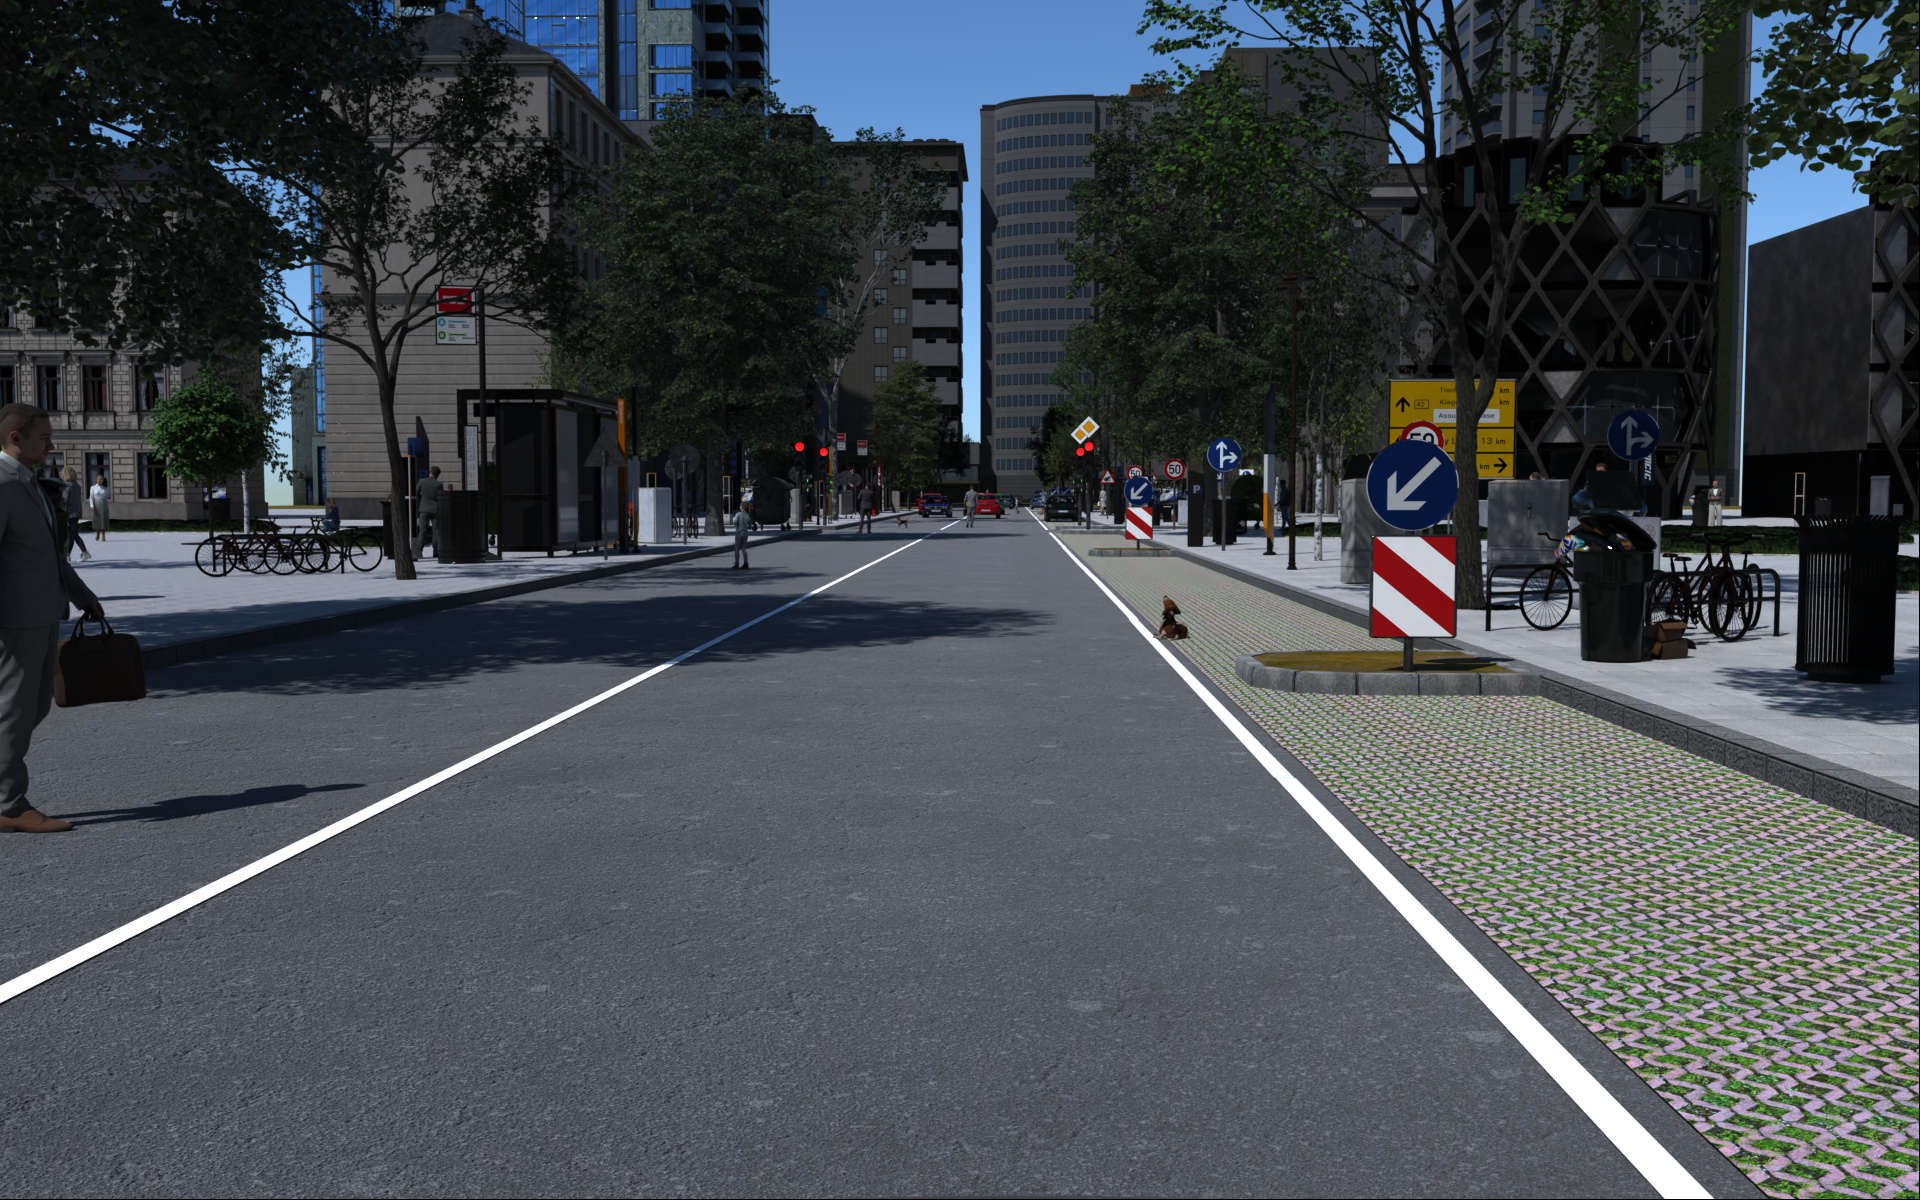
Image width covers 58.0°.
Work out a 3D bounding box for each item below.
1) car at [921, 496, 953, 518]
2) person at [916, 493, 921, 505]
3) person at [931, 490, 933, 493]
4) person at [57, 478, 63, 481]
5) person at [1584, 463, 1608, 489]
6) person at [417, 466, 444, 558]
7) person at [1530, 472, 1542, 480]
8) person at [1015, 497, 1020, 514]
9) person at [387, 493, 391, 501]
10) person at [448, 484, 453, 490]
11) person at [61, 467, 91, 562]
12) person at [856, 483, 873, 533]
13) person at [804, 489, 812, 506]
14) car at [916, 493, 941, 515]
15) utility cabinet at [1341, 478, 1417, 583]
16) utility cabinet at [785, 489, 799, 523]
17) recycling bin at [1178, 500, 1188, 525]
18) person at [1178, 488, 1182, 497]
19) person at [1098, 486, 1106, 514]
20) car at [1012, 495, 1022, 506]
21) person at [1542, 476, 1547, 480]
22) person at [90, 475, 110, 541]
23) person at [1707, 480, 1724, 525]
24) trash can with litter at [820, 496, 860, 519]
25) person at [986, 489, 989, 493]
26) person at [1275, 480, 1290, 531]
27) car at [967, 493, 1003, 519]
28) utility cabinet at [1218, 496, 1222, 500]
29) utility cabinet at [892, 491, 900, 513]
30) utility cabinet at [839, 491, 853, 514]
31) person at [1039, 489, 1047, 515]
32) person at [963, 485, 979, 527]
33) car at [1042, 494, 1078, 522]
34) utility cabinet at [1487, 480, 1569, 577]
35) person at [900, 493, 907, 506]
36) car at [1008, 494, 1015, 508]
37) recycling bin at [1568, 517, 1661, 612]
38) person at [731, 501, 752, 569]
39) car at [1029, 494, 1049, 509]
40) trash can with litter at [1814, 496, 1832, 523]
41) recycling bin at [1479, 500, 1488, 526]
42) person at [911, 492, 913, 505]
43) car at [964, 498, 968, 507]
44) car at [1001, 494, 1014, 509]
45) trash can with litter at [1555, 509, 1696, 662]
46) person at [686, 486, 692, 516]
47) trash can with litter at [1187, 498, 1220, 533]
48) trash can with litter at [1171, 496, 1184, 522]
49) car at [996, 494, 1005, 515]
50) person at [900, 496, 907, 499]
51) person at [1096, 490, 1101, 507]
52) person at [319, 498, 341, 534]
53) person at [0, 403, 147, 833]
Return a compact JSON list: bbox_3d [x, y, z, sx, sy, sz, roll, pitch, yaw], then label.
[{"bbox_3d":[-1.382,-5.706,105.877,1.945,1.354,3.894,0,4,2],"label":"car"},{"bbox_3d":[-4.659,-11.470,196.769,0.628,1.438,0.799,0,4,2],"label":"person"},{"bbox_3d":[-3.523,-12.458,210.263,0.750,1.759,0.617,1,4,15],"label":"person"},{"bbox_3d":[-28.354,-2.952,54.559,0.600,1.795,0.529,-2,4,-33],"label":"person"},{"bbox_3d":[11.476,-1.552,31.334,0.836,1.842,0.656,2,4,32],"label":"person"},{"bbox_3d":[-10.783,-1.792,35.141,0.655,1.846,0.447,-1,4,-18],"label":"person"},{"bbox_3d":[10.986,-1.592,33.076,0.522,1.701,0.512,2,4,32],"label":"person"},{"bbox_3d":[4.161,-6.820,125.020,0.382,1.210,0.505,0,4,2],"label":"person"},{"bbox_3d":[-15.793,-2.310,48.056,0.306,1.304,0.590,0,4,1],"label":"person"},{"bbox_3d":[-23.064,-4.377,78.203,0.643,1.750,0.593,-1,4,-18],"label":"person"},{"bbox_3d":[-16.806,-1.619,32.699,0.728,1.800,0.709,0,4,4],"label":"person"},{"bbox_3d":[-3.491,-3.375,63.484,0.655,1.846,0.447,-1,4,-17],"label":"person"},{"bbox_3d":[-15.402,-10.324,175.367,0.617,1.759,0.750,1,4,22],"label":"person"},{"bbox_3d":[-1.954,-6.771,119.745,2.155,1.783,4.494,0,4,0],"label":"car"},{"bbox_3d":[6.039,-0.997,24.975,1.173,1.500,0.318,-2,4,-29],"label":"utility cabinet"},{"bbox_3d":[-7.223,-4.048,74.863,0.318,1.500,1.173,-2,4,-29],"label":"utility cabinet"},{"bbox_3d":[9.447,-3.585,71.171,0.722,1.027,0.722,3,5,45],"label":"recycling bin"},{"bbox_3d":[16.905,-7.771,133.442,0.601,1.785,0.444,-2,4,-32],"label":"person"},{"bbox_3d":[9.018,-6.317,109.680,0.624,1.780,0.694,-3,5,-41],"label":"person"},{"bbox_3d":[6.727,-12.419,215.406,2.083,1.381,4.827,0,4,3],"label":"car"},{"bbox_3d":[18.275,-2.937,54.158,0.850,1.850,0.679,0,4,-5],"label":"person"},{"bbox_3d":[-23.369,-2.493,47.025,0.478,1.798,0.641,-2,4,-30],"label":"person"},{"bbox_3d":[25.417,-3.162,58.287,0.519,1.759,0.362,2,4,29],"label":"person"},{"bbox_3d":[-6.298,-4.809,89.693,2.233,1.210,1.678,0,4,3],"label":"trash can with litter"},{"bbox_3d":[2.203,-8.039,140.036,0.694,1.812,0.767,-1,4,-10],"label":"person"},{"bbox_3d":[11.159,-3.253,59.579,0.721,1.781,0.623,0,4,4],"label":"person"},{"bbox_3d":[1.471,-5.667,101.698,2.155,1.783,4.494,0,4,0],"label":"car"},{"bbox_3d":[10.611,-3.719,71.960,1.020,1.237,0.306,1,4,15],"label":"utility cabinet"},{"bbox_3d":[-4.389,-6.728,118.689,0.318,1.500,1.173,-1,4,-14],"label":"utility cabinet"},{"bbox_3d":[-7.089,-6.062,107.789,0.318,1.500,1.173,2,4,29],"label":"utility cabinet"},{"bbox_3d":[5.838,-6.771,119.292,0.778,1.811,0.616,0,4,7],"label":"person"},{"bbox_3d":[0.479,-4.027,74.465,0.709,1.813,0.853,0,4,5],"label":"person"},{"bbox_3d":[5.243,-4.874,89.479,2.009,1.686,4.222,0,4,1],"label":"car"},{"bbox_3d":[8.728,-1.100,26.666,1.173,1.500,0.318,3,5,44],"label":"utility cabinet"},{"bbox_3d":[-5.985,-10.755,182.403,1.217,1.766,0.721,2,4,34],"label":"person"},{"bbox_3d":[4.654,-10.146,175.666,2.009,1.686,4.222,0,4,2],"label":"car"},{"bbox_3d":[7.217,-0.401,19.119,0.722,1.027,0.722,-1,4,-10],"label":"recycling bin"},{"bbox_3d":[-4.181,-1.237,33.009,0.394,1.301,0.425,2,4,31],"label":"person"},{"bbox_3d":[7.455,-9.164,161.827,2.014,1.417,4.499,0,4,0],"label":"car"},{"bbox_3d":[29.849,-3.044,60.821,2.233,1.210,1.678,1,4,12],"label":"trash can with litter"},{"bbox_3d":[22.267,-3.724,73.443,0.722,1.027,0.722,2,4,27],"label":"recycling bin"},{"bbox_3d":[-5.895,-12.334,209.174,0.415,1.643,0.593,2,4,27],"label":"person"},{"bbox_3d":[1.461,-10.436,180.856,2.015,1.641,3.980,0,4,1],"label":"car"},{"bbox_3d":[4.145,-9.367,165.154,2.014,1.417,4.499,0,4,3],"label":"car"},{"bbox_3d":[5.199,-0.128,13.476,1.055,1.170,0.624,-2,4,-31],"label":"trash can with litter"},{"bbox_3d":[-16.263,-5.890,102.689,0.694,1.780,0.624,2,4,33],"label":"person"},{"bbox_3d":[7.712,-2.637,54.499,1.055,1.170,0.624,0,4,-3],"label":"trash can with litter"},{"bbox_3d":[10.234,-4.272,81.226,0.624,1.170,1.055,2,4,23],"label":"trash can with litter"},{"bbox_3d":[2.214,-6.872,121.150,1.959,1.807,4.718,0,3,0],"label":"car"},{"bbox_3d":[-6.190,-10.806,185.949,0.991,1.433,0.599,-1,4,-17],"label":"person"},{"bbox_3d":[13.459,-9.908,168.867,0.721,1.723,1.217,-1,4,-12],"label":"person"},{"bbox_3d":[-20.156,-2.675,55.285,0.738,1.151,1.012,-1,4,-19],"label":"person"},{"bbox_3d":[-3.957,0.078,7.340,0.853,1.813,0.709,-1,4,-14],"label":"person"}]
